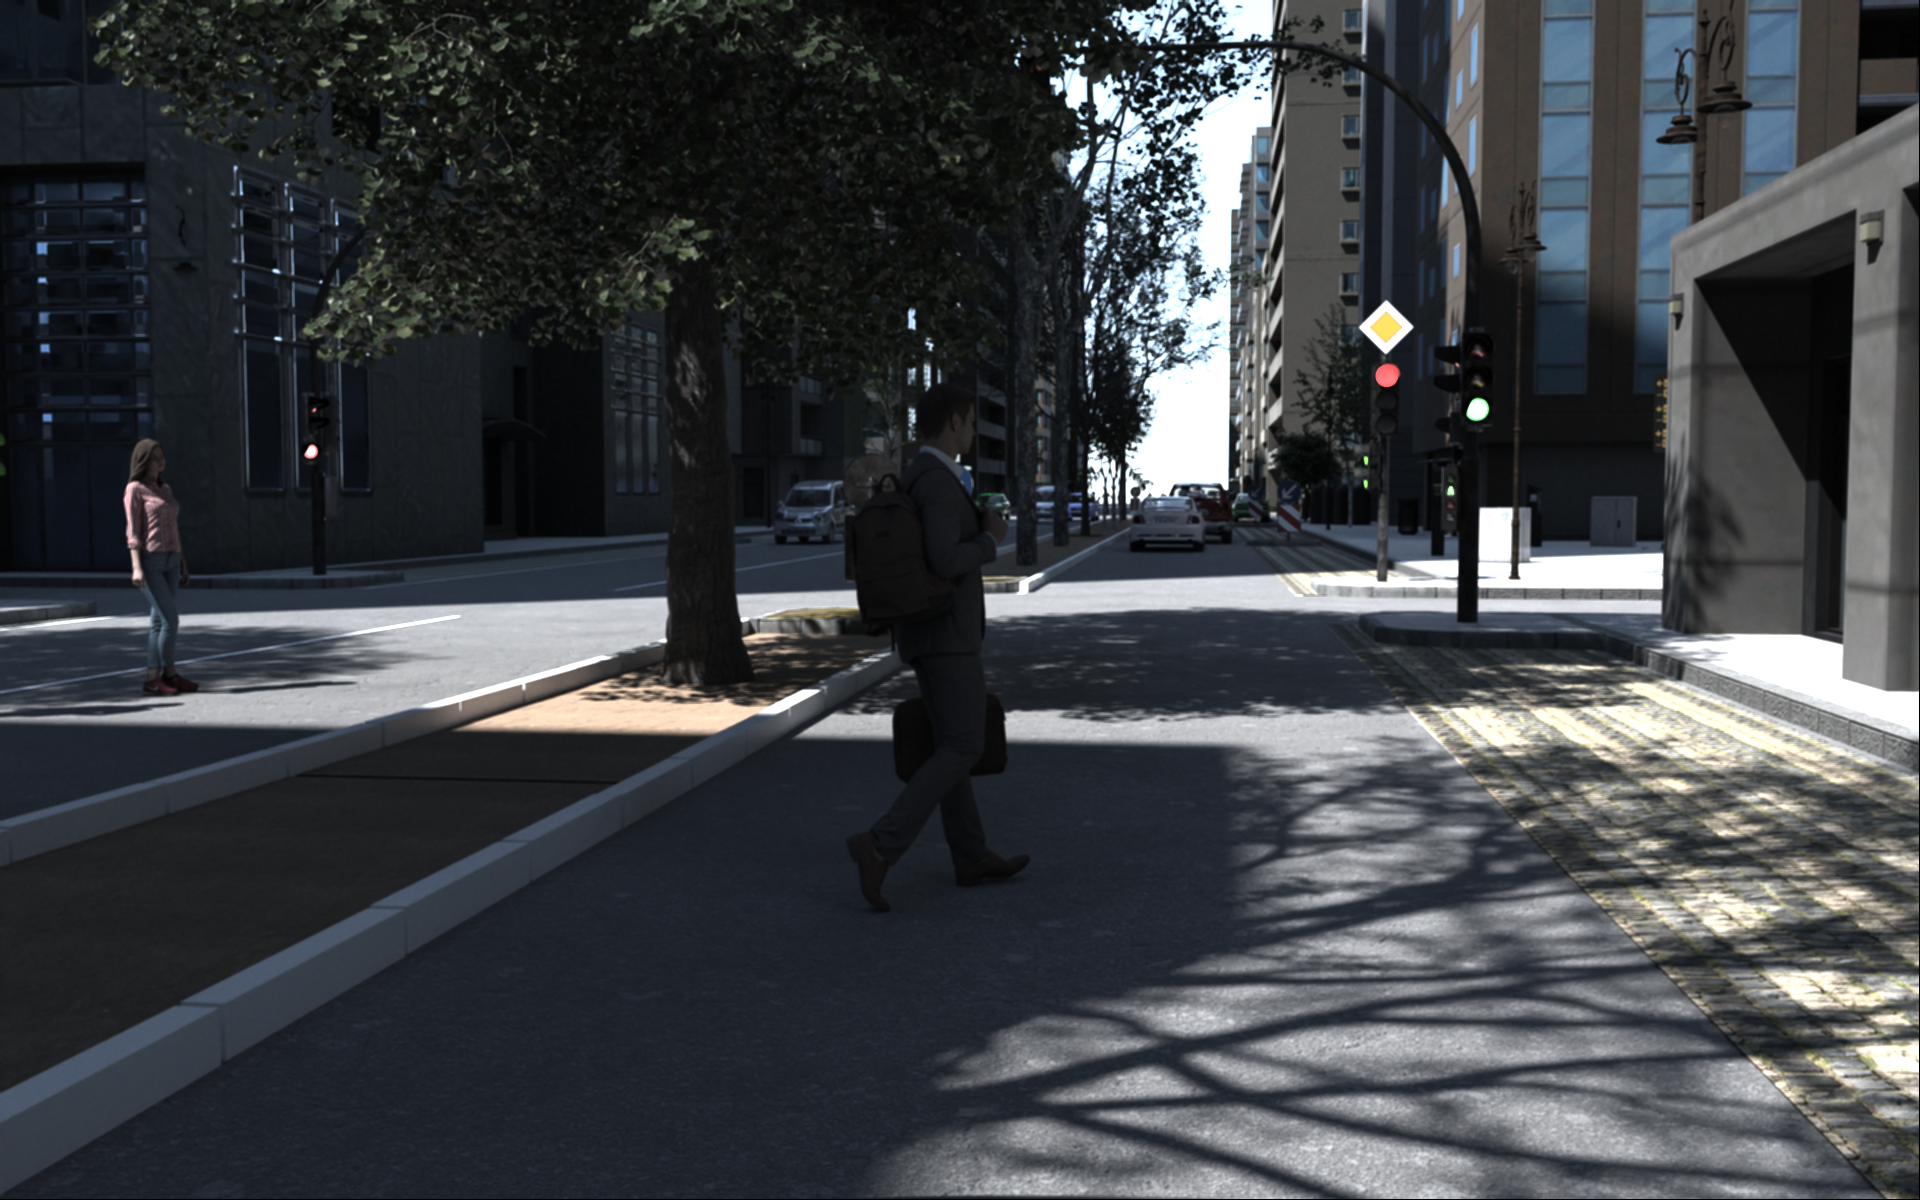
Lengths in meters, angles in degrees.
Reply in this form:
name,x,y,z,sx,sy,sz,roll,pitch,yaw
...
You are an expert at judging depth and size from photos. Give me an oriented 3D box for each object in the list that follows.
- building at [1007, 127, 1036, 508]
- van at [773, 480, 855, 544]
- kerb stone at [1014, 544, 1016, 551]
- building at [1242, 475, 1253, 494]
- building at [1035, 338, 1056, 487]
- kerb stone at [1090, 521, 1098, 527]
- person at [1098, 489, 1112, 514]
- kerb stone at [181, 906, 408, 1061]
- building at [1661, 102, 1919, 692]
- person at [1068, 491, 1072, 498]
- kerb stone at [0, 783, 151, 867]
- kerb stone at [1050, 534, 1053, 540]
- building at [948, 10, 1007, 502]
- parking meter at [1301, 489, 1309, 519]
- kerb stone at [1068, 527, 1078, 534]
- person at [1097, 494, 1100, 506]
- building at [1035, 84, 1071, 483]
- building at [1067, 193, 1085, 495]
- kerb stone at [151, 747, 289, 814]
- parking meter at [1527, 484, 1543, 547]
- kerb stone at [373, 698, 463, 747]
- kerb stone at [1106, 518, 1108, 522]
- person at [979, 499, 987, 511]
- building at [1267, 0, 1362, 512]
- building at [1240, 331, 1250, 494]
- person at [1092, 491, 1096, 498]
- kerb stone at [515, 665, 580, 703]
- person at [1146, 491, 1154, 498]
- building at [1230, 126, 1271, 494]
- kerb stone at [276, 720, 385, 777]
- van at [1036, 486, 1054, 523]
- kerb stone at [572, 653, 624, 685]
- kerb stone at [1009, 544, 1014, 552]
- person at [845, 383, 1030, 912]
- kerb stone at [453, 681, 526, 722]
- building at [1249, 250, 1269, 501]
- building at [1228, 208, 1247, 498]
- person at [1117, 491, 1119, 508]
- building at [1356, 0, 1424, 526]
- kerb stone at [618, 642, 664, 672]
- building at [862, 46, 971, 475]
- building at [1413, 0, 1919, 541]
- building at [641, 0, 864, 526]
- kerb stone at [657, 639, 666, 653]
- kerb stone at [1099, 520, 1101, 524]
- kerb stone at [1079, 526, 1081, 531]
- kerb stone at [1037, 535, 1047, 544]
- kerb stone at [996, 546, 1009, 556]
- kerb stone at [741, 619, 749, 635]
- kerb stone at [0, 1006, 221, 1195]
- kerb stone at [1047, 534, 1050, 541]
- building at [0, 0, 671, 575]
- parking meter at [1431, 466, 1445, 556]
name,x,y,z,sx,sy,sz,roll,pitch,yaw
building,-0.496,-29.302,162.681,14.154,41.232,14.086,0,4,8
van,-4.248,-2.679,50.814,2.013,2.044,4.112,1,4,9
kerb stone,1.281,-1.288,43.257,0.120,0.150,1.000,0,4,8
building,42.770,-28.657,160.419,32.217,40.220,23.993,0,4,8
building,-2.729,-21.790,201.302,27.650,21.520,28.899,0,4,8
kerb stone,6.004,-3.401,77.809,0.120,0.150,1.000,0,4,8
person,10.316,-6.973,122.513,1.348,1.823,0.705,-2,4,-27
kerb stone,-1.846,1.062,4.875,0.120,0.150,1.000,0,4,8
building,15.467,-34.537,2.938,20.563,71.187,20.611,0,4,8
person,11.256,-10.279,177.224,0.621,1.740,0.551,1,4,11
kerb stone,-3.650,0.918,7.188,0.120,0.150,1.000,0,4,8
kerb stone,2.675,-1.911,53.441,0.120,0.150,1.000,0,4,8
building,-7.816,-31.845,144.362,21.300,48.544,21.600,0,4,8
parking meter,17.577,-4.879,88.185,0.372,1.533,0.369,0,3,0
kerb stone,4.199,-2.594,64.612,0.120,0.150,1.000,0,4,8
person,13.211,-9.402,165.477,0.557,1.426,1.065,1,4,10
building,0.449,-39.128,228.985,28.713,52.752,27.495,0,4,8
building,10.533,-36.620,248.840,14.600,45.320,14.200,0,4,8
kerb stone,-3.510,0.858,8.208,0.120,0.150,1.000,0,4,8
parking meter,13.944,-2.057,42.039,0.372,1.533,0.369,0,3,0
kerb stone,-3.226,0.731,10.248,0.120,0.150,1.000,0,4,8
kerb stone,7.114,-3.894,85.928,0.120,0.150,1.000,0,4,8
person,1.361,-4.818,92.779,0.738,1.151,1.012,3,4,39
building,30.887,-29.720,109.626,21.300,48.544,21.600,0,4,8
building,46.127,-21.465,195.986,27.650,21.520,28.899,0,4,8
person,14.465,-11.058,190.024,1.217,1.735,0.721,-3,4,-37
kerb stone,-2.950,0.606,12.282,0.120,0.150,1.000,0,4,8
person,25.526,-13.704,232.501,1.348,1.831,0.705,-2,4,-28
building,47.598,-37.078,225.832,23.786,49.044,30.456,0,4,8
kerb stone,-3.370,0.796,9.227,0.120,0.150,1.000,0,4,8
van,4.208,-4.720,84.186,2.013,2.044,4.112,1,4,9
kerb stone,-2.823,0.544,13.296,0.120,0.150,1.000,0,4,8
kerb stone,1.139,-1.226,42.245,0.120,0.150,1.000,0,4,8
person,-0.098,0.138,6.213,0.822,1.834,0.622,-2,4,-29
kerb stone,-3.094,0.670,11.270,0.120,0.150,1.000,0,4,8
building,37.280,-17.741,135.097,27.650,21.520,28.899,0,4,8
building,45.713,-34.567,248.763,14.154,41.232,14.086,0,4,8
person,15.892,-10.099,174.446,0.721,1.723,1.217,0,4,6
building,29.445,-32.909,80.056,21.231,58.520,28.212,0,4,8
kerb stone,-2.674,0.485,14.311,0.120,0.150,1.000,0,4,8
building,-12.103,-30.495,118.205,23.786,49.044,30.456,0,4,8
building,21.878,-24.584,52.068,14.600,45.320,14.200,0,4,8
building,-12.191,-23.794,72.634,14.154,41.232,14.086,0,4,8
kerb stone,-2.538,0.420,15.324,0.120,0.150,1.000,0,4,8
kerb stone,6.278,-3.525,79.836,0.120,0.150,1.000,0,4,8
kerb stone,4.474,-2.718,66.640,0.120,0.150,1.000,0,4,8
kerb stone,2.397,-1.786,51.401,0.120,0.150,1.000,0,4,8
kerb stone,1.001,-1.159,41.230,0.120,0.150,1.000,0,4,8
kerb stone,-2.259,0.296,17.351,0.120,0.150,1.000,0,4,8
kerb stone,-1.980,1.125,3.852,0.120,0.150,1.000,0,4,8
kerb stone,2.532,-1.846,52.414,0.120,0.150,1.000,0,4,8
building,-20.774,-44.586,41.652,22.319,86.520,31.000,0,4,8
parking meter,9.972,-1.859,36.110,0.255,1.863,0.399,1,4,14
